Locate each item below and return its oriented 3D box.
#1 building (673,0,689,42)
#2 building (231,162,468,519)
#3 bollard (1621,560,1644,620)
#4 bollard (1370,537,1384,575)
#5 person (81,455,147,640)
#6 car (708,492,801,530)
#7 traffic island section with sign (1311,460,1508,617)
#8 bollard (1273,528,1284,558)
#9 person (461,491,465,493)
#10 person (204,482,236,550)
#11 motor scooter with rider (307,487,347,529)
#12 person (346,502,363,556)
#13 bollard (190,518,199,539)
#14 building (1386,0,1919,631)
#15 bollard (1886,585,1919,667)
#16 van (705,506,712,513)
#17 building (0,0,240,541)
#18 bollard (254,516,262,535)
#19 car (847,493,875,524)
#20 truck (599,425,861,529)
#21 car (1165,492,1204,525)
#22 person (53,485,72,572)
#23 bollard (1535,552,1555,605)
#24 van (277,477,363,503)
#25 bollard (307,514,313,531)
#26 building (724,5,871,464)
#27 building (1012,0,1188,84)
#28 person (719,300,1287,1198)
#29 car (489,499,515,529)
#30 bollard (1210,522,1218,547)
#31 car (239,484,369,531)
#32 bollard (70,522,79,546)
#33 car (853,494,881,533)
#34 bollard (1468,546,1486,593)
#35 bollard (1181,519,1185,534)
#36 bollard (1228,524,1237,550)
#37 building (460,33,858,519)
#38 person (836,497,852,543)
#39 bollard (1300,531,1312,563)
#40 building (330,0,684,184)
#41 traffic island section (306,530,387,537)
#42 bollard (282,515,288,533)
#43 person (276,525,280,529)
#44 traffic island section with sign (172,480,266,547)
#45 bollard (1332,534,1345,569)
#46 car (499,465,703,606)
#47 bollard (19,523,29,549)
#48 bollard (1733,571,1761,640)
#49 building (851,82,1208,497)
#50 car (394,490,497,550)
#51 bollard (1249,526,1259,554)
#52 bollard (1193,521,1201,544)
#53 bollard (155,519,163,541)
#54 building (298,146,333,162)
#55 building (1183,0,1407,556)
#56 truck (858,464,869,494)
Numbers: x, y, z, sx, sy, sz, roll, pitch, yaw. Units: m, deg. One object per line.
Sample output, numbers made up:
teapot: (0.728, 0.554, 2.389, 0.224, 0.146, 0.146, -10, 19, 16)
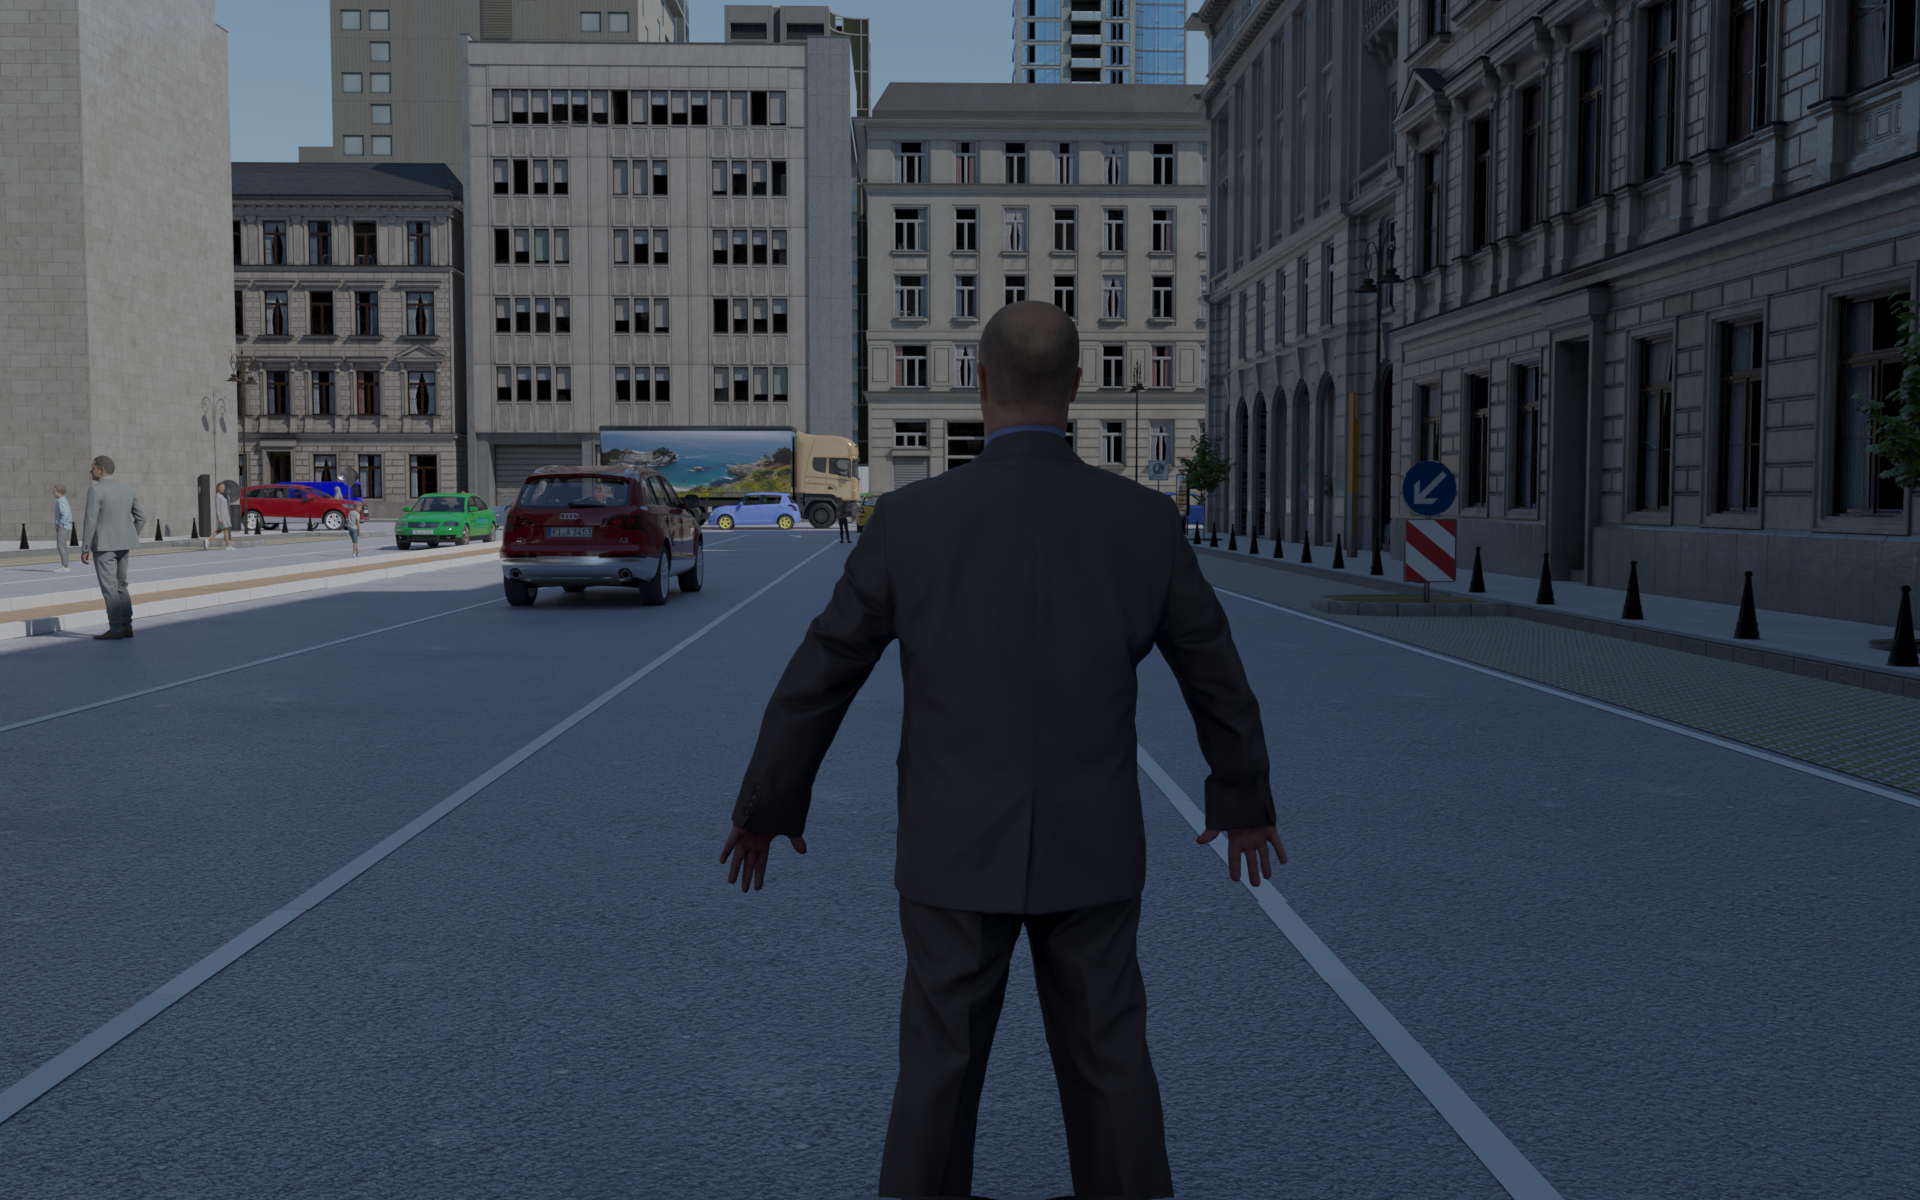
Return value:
building: (-44.255, -54.532, 204.272, 31.000, 86.520, 22.319, 0, 4, -2)
building: (-35.332, -14.012, 93.721, 19.286, 19.102, 10.561, 0, 4, -2)
bollard: (6.902, -0.105, 17.760, 0.229, 0.601, 0.229, 0, 3, 0)
bollard: (6.598, -0.694, 27.395, 0.229, 0.601, 0.229, 0, 3, 0)
person: (-8.375, -0.520, 17.105, 0.391, 1.810, 0.635, 1, 4, 13)
car: (-8.263, -3.670, 69.595, 3.694, 1.707, 1.945, 0, 4, -3)
traffic island section with sign: (5.371, -0.761, 21.077, 1.989, 1.847, 2.006, 0, 4, -2)
bollard: (6.369, -1.137, 34.631, 0.229, 0.601, 0.229, 0, 3, 0)
person: (-20.970, -3.832, 73.426, 0.388, 1.546, 0.482, -1, 4, -15)
person: (-18.788, -2.122, 43.945, 0.760, 1.731, 0.466, -3, 5, -44)
motor scooter with rider: (-25.613, -3.769, 70.591, 1.986, 1.779, 0.876, 0, 4, -3)
person: (-13.923, -1.630, 39.842, 0.352, 1.250, 0.332, -1, 4, -23)
bollard: (-22.019, -2.066, 49.813, 0.229, 0.601, 0.229, 0, 3, 0)
building: (13.446, -9.775, 24.449, 10.561, 19.102, 19.286, 0, 4, -2)
bollard: (7.058, 0.190, 12.941, 0.229, 0.601, 0.229, 0, 3, 0)
van: (-12.000, -4.517, 80.870, 4.112, 2.044, 2.013, 0, 4, -3)
building: (-32.289, -12.052, 51.809, 16.860, 20.320, 10.420, 0, 4, -2)
bollard: (-22.167, -2.362, 54.655, 0.229, 0.601, 0.229, 0, 3, 0)
car: (-4.116, -4.657, 84.936, 4.718, 1.807, 1.959, 0, 4, -4)
truck: (-9.134, -5.085, 72.057, 11.283, 4.237, 2.839, 0, 4, -1)
car: (9.255, -3.688, 69.885, 3.694, 1.707, 1.945, 0, 4, -2)
person: (-16.537, -1.320, 31.896, 0.330, 1.601, 0.589, -1, 4, -16)
bollard: (6.825, -0.253, 20.179, 0.229, 0.601, 0.229, 0, 3, 0)
van: (-32.307, -4.964, 85.538, 5.245, 2.365, 2.240, 0, 4, -2)
bollard: (-22.321, -2.657, 59.481, 0.229, 0.601, 0.229, 0, 3, 0)
building: (-23.580, -50.102, 257.426, 20.611, 71.187, 20.563, 0, 4, -2)
building: (14.857, -54.353, 201.340, 22.319, 86.520, 31.000, 0, 4, -2)
person: (0.082, 0.368, 3.030, 0.990, 1.755, 0.434, 0, 4, -5)
car: (-17.492, -3.541, 69.894, 4.499, 1.417, 2.014, 0, 4, -4)
bollard: (6.142, -1.580, 41.866, 0.229, 0.601, 0.229, 0, 3, 0)
car: (-26.113, -3.657, 68.457, 5.304, 1.827, 2.281, 0, 4, -2)
bollard: (-21.788, -1.623, 42.583, 0.229, 0.601, 0.229, 0, 3, 0)
car: (-3.066, -3.399, 65.800, 2.015, 1.641, 3.980, 0, 4, -2)
bollard: (6.749, -0.400, 22.582, 0.229, 0.601, 0.229, 0, 3, 0)
bollard: (5.985, -1.873, 46.672, 0.229, 0.601, 0.229, 0, 3, 0)
bollard: (6.215, -1.433, 39.463, 0.229, 0.601, 0.229, 0, 3, 0)
building: (-15.776, -16.973, 95.535, 19.932, 24.808, 12.078, 0, 4, -2)
person: (-3.381, -2.330, 50.506, 0.435, 1.345, 0.340, -1, 4, -12)
bollard: (6.448, -0.990, 32.228, 0.229, 0.601, 0.229, 0, 3, 0)
building: (-42.058, -35.250, 165.570, 28.713, 52.752, 27.495, 0, 4, -2)
traffic island section: (-20.890, -2.261, 59.255, 2.009, 0.180, 2.903, 0, 4, -2)
bollard: (-22.247, -2.509, 57.070, 0.229, 0.601, 0.229, 0, 3, 0)
person: (-27.868, -3.781, 70.508, 0.473, 1.802, 0.592, -3, 4, -36)
traffic island section with sign: (-20.185, -2.372, 47.406, 1.989, 1.847, 2.006, 0, 4, -2)
bollard: (6.517, -0.842, 29.808, 0.229, 0.601, 0.229, 0, 3, 0)
car: (-4.810, -0.925, 23.802, 2.281, 1.827, 5.304, 0, 4, 0)
bollard: (-21.712, -1.476, 40.172, 0.229, 0.601, 0.229, 0, 3, 0)
bollard: (6.981, 0.042, 15.348, 0.229, 0.601, 0.229, 0, 3, 0)
building: (9.144, -16.214, 98.377, 30.059, 22.955, 16.112, 0, 4, -2)
car: (-13.619, -2.275, 45.985, 1.959, 1.807, 4.718, 0, 4, -1)
bollard: (6.292, -1.285, 37.045, 0.229, 0.601, 0.229, 0, 3, 0)
bollard: (6.063, -1.726, 44.269, 0.229, 0.601, 0.229, 0, 3, 0)
bollard: (-21.938, -1.918, 47.402, 0.229, 0.601, 0.229, 0, 3, 0)
building: (-71.579, -31.066, 199.812, 23.993, 40.220, 32.217, 0, 4, -2)
building: (14.447, -12.511, 46.360, 13.314, 21.916, 24.055, 0, 4, -2)
truck: (-9.244, -10.907, 167.239, 2.839, 4.237, 11.283, 0, 4, 0)
